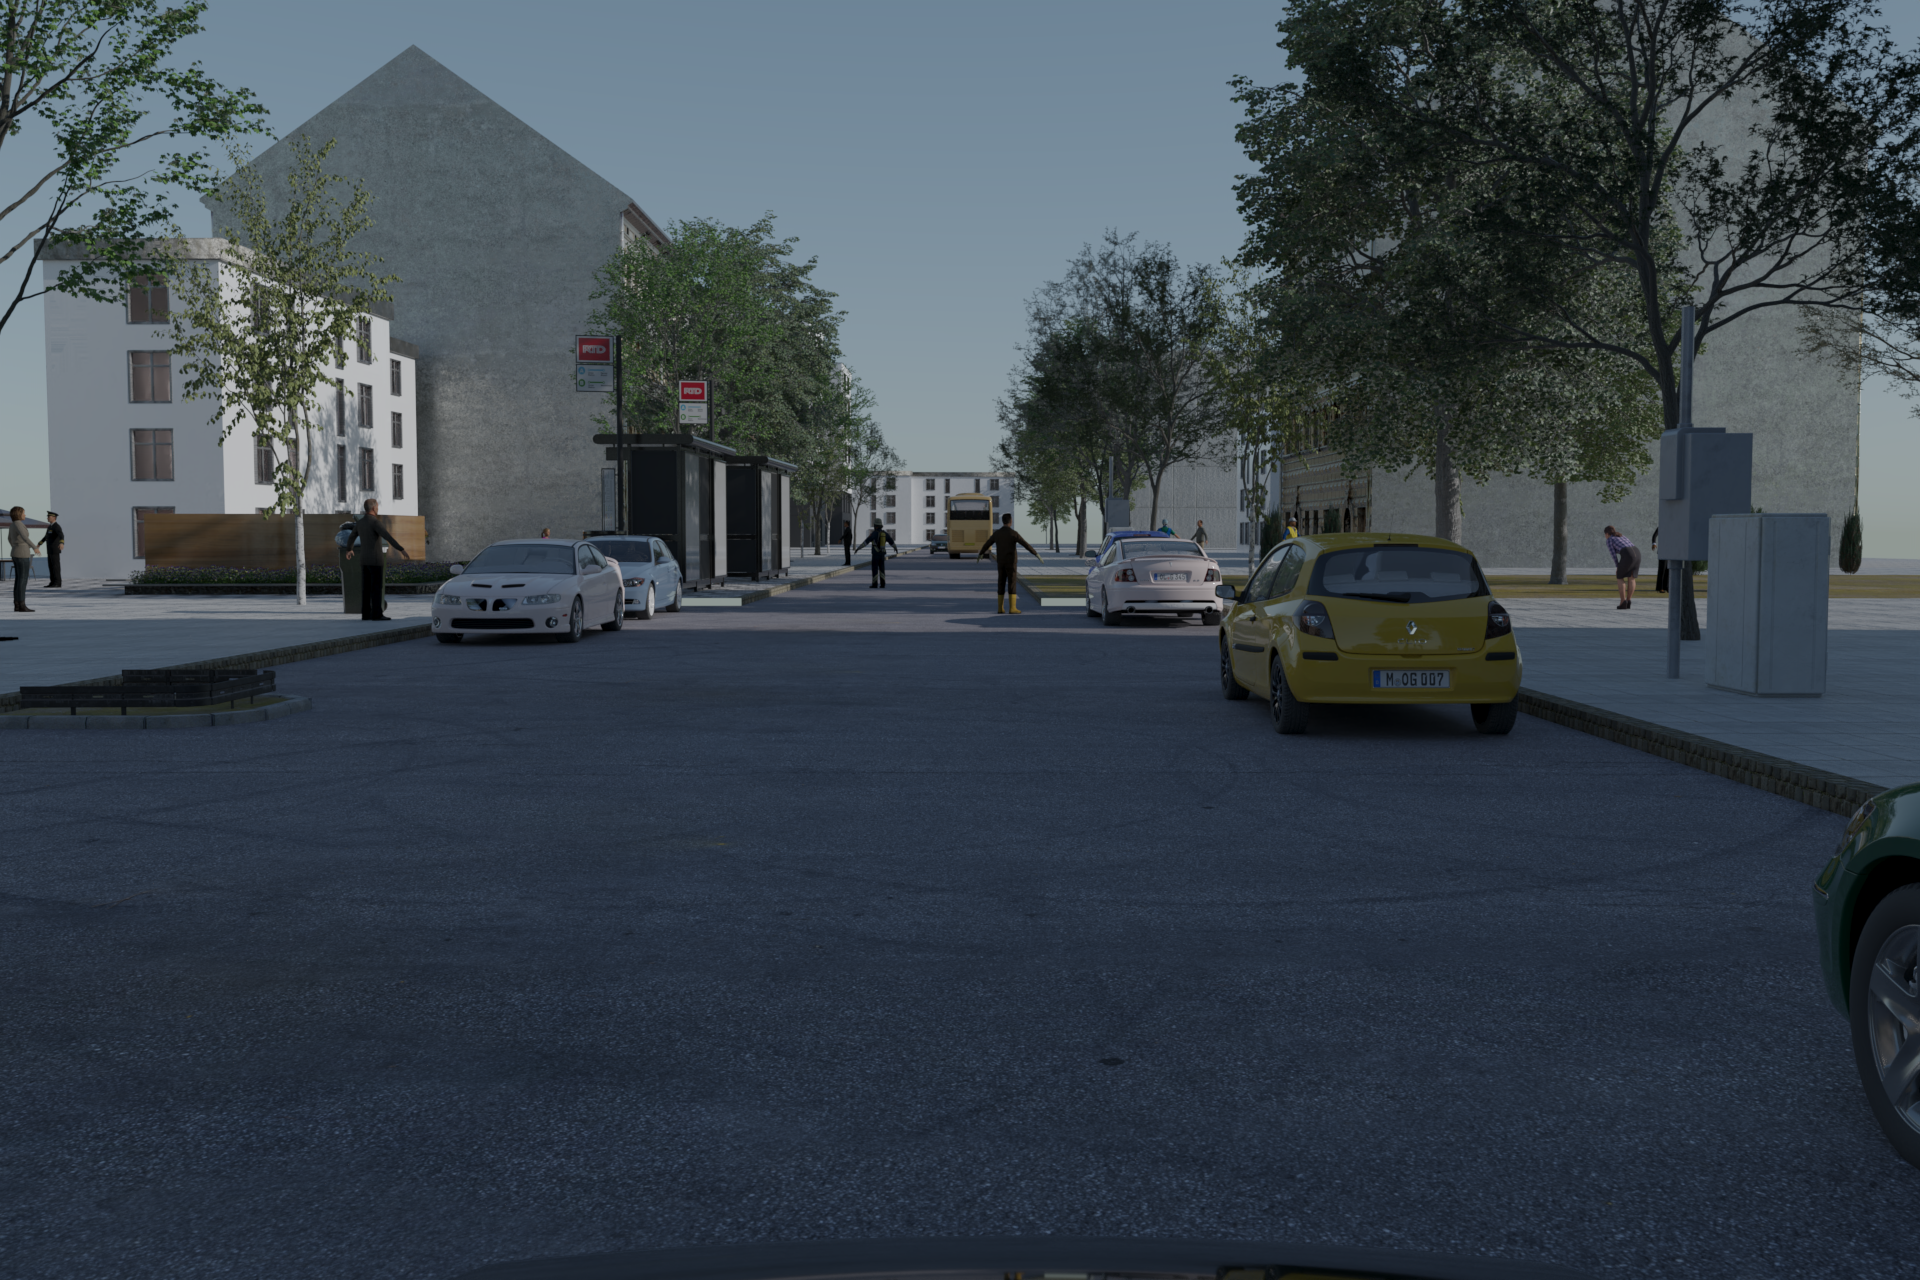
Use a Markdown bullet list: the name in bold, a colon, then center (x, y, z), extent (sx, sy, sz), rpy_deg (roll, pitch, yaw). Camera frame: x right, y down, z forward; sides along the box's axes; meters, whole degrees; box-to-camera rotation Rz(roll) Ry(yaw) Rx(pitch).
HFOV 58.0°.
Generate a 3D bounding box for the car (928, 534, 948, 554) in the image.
- **car**: center (-1.285, -7.017, 124.511), extent (2.009, 1.686, 4.222), rpy_deg (0, 4, 0)

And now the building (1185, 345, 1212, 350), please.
- **building**: center (26.927, -22.882, 205.056), extent (19.493, 23.208, 18.063), rpy_deg (0, 4, 1)

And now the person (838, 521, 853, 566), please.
- **person**: center (-4.602, -3.920, 70.323), extent (0.704, 1.802, 1.346), rpy_deg (1, 4, 18)

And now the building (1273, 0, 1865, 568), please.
- **building**: center (24.731, -14.871, 74.068), extent (19.493, 23.208, 18.063), rpy_deg (0, 3, 0)

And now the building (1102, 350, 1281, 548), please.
- **building**: center (23.911, -18.881, 175.159), extent (16.747, 18.905, 31.486), rpy_deg (0, 4, 1)

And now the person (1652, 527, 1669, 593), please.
- **person**: center (15.355, -1.887, 37.571), extent (1.216, 1.740, 0.721), rpy_deg (-3, 4, -36)

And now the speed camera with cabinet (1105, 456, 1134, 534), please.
- **speed camera with cabinet**: center (4.025, -3.009, 43.530), extent (0.660, 3.252, 2.038), rpy_deg (0, 4, 1)

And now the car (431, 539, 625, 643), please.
- **car**: center (-5.958, -0.732, 24.334), extent (2.083, 1.381, 4.827), rpy_deg (0, 4, 0)

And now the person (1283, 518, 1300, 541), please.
- **person**: center (11.145, -3.184, 58.020), extent (1.349, 1.833, 0.705), rpy_deg (-3, 5, -45)

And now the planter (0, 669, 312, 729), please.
- **planter**: center (-6.310, 0.454, 13.714), extent (1.991, 0.319, 1.994), rpy_deg (0, 4, 0)

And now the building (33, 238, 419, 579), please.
- **building**: center (-25.161, -7.412, 63.341), extent (9.099, 9.664, 28.070), rpy_deg (0, 4, 1)

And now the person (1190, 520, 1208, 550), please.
- **person**: center (8.778, -3.501, 63.517), extent (0.705, 1.796, 1.348), rpy_deg (-1, 4, -21)

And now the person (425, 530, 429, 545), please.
- **person**: center (-19.519, -3.462, 62.367), extent (1.354, 1.858, 0.705), rpy_deg (2, 4, 34)

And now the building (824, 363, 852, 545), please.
- **building**: center (-27.989, -22.043, 204.380), extent (27.936, 21.610, 32.646), rpy_deg (0, 4, 1)

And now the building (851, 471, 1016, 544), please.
- **building**: center (-6.661, -17.473, 230.289), extent (28.070, 9.664, 9.099), rpy_deg (0, 4, -5)

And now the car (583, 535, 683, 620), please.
- **car**: center (-6.007, -1.130, 30.471), extent (2.014, 1.417, 4.499), rpy_deg (0, 4, 0)

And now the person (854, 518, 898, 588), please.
- **person**: center (-2.176, -2.300, 45.842), extent (1.354, 1.856, 0.705), rpy_deg (-2, 4, -35)

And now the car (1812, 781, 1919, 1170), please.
- **car**: center (3.054, 0.573, 2.429), extent (2.131, 1.459, 4.920), rpy_deg (0, 4, 0)

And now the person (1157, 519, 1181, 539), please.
- **person**: center (7.296, -3.399, 61.700), extent (1.347, 1.817, 0.704), rpy_deg (1, 4, 8)

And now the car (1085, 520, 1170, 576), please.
- **car**: center (3.454, -1.505, 34.192), extent (1.945, 1.707, 3.694), rpy_deg (0, 4, 0)

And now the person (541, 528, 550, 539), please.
- **person**: center (-10.547, -2.152, 44.457), extent (0.599, 1.433, 0.991), rpy_deg (1, 4, 23)

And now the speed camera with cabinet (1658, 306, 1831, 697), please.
- **speed camera with cabinet**: center (6.525, -1.232, 14.483), extent (0.660, 3.252, 2.038), rpy_deg (0, 3, 0)

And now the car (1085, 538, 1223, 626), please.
- **car**: center (3.137, -0.984, 28.455), extent (2.083, 1.381, 4.827), rpy_deg (0, 4, -1)

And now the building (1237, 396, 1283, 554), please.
- **building**: center (23.291, -9.978, 105.284), extent (9.099, 9.664, 28.070), rpy_deg (0, 4, 1)

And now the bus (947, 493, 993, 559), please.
- **bus**: center (0.580, -6.787, 102.517), extent (2.896, 3.916, 12.252), rpy_deg (0, 4, 0)

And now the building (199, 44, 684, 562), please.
- **building**: center (-24.572, -15.684, 87.366), extent (19.493, 23.208, 18.063), rpy_deg (0, 4, 0)

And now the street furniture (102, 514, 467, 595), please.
- **street furniture**: center (-14.366, -1.955, 38.816), extent (11.010, 1.723, 9.812), rpy_deg (0, 4, -3)

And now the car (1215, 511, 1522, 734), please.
- **car**: center (3.118, -0.220, 13.818), extent (2.015, 1.641, 3.980), rpy_deg (0, 4, 0)

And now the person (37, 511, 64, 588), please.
- **person**: center (-21.669, -2.166, 41.344), extent (1.347, 1.837, 0.705), rpy_deg (3, 4, 39)

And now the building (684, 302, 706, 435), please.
- **building**: center (-27.285, -15.058, 112.649), extent (16.747, 18.905, 31.486), rpy_deg (0, 4, 0)

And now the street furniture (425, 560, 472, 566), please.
- **street furniture**: center (-14.724, -2.160, 50.948), extent (5.734, 0.657, 10.072), rpy_deg (-3, 5, -45)

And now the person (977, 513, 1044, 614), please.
- **person**: center (0.858, -1.375, 31.076), extent (1.346, 1.812, 0.704), rpy_deg (2, 4, 29)

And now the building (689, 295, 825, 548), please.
- **building**: center (-28.092, -19.387, 160.955), extent (27.936, 21.610, 32.646), rpy_deg (0, 4, 1)
